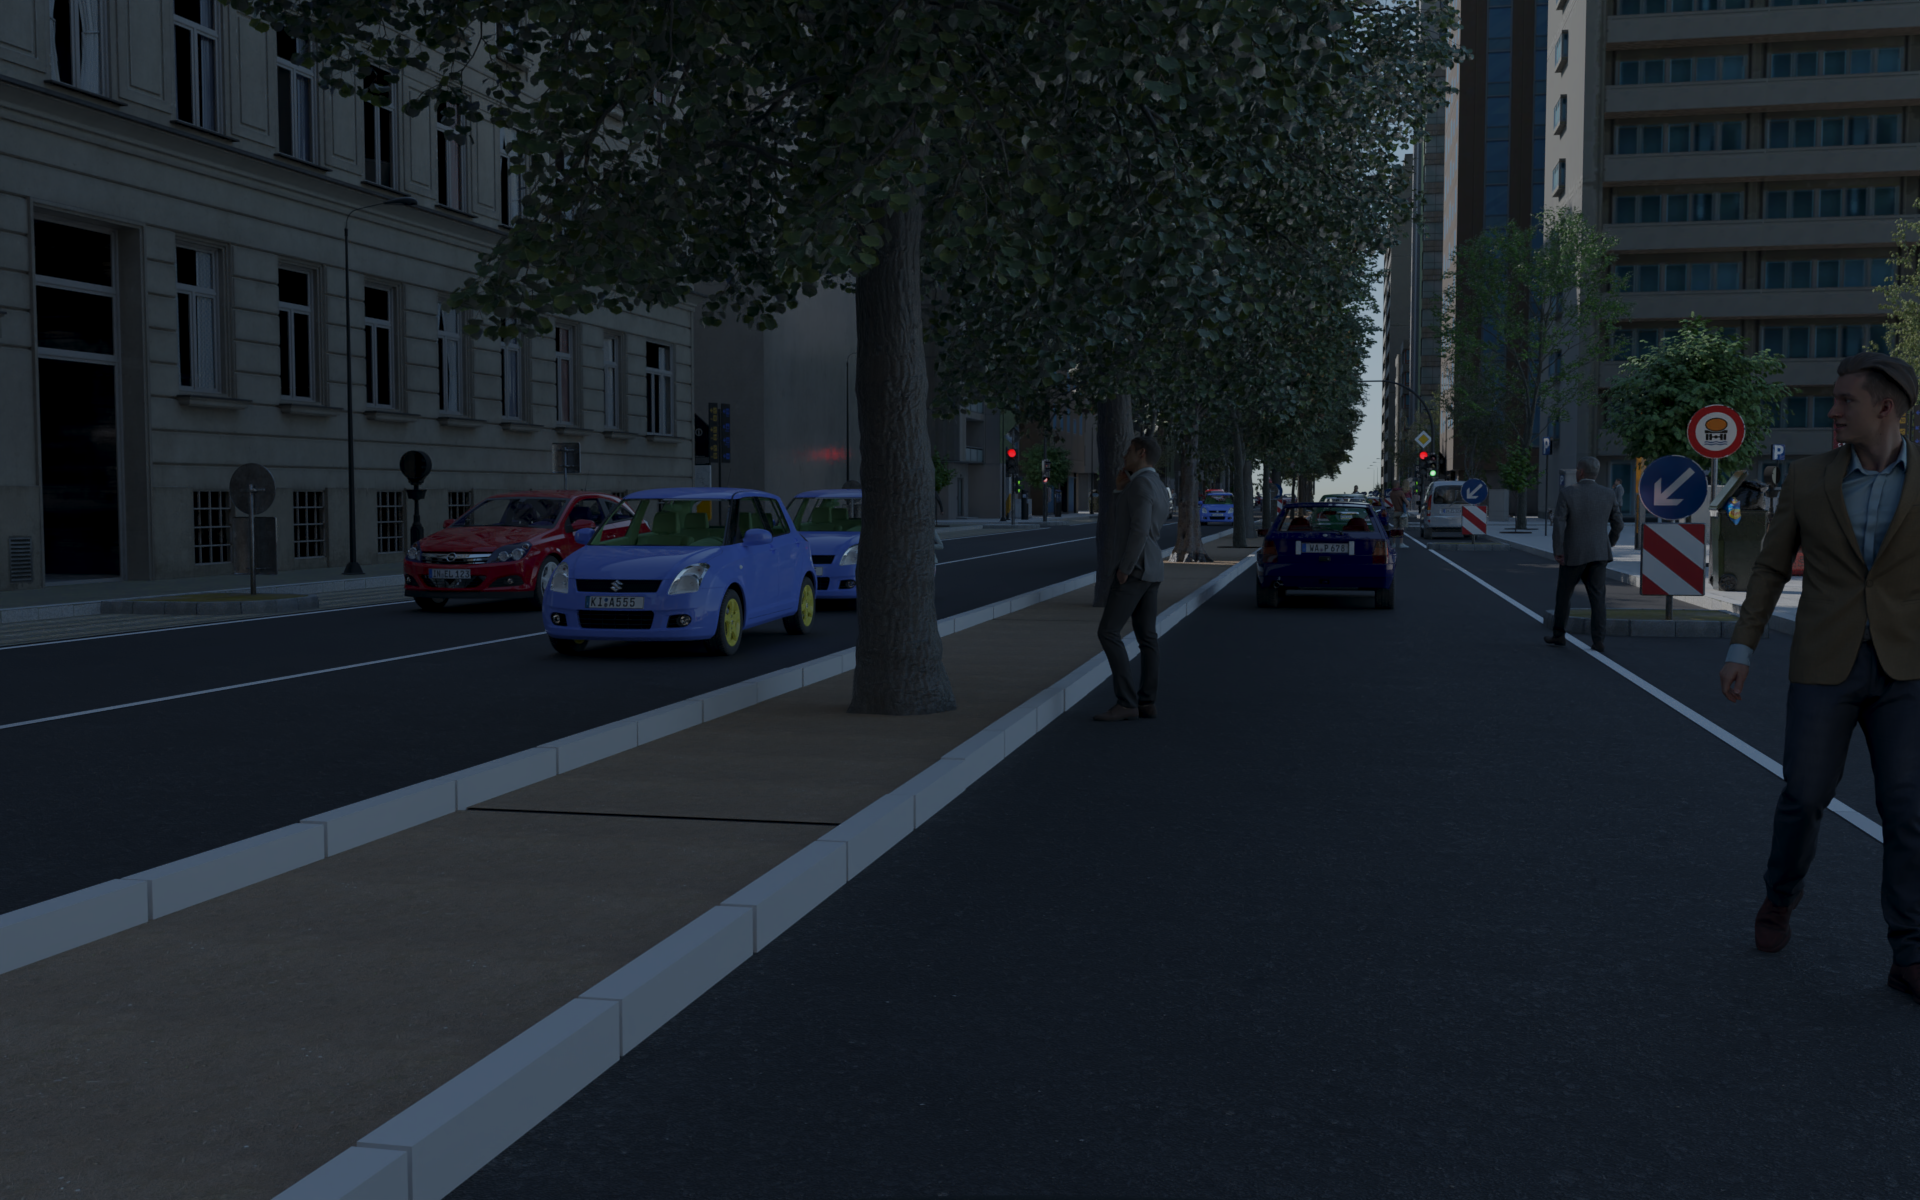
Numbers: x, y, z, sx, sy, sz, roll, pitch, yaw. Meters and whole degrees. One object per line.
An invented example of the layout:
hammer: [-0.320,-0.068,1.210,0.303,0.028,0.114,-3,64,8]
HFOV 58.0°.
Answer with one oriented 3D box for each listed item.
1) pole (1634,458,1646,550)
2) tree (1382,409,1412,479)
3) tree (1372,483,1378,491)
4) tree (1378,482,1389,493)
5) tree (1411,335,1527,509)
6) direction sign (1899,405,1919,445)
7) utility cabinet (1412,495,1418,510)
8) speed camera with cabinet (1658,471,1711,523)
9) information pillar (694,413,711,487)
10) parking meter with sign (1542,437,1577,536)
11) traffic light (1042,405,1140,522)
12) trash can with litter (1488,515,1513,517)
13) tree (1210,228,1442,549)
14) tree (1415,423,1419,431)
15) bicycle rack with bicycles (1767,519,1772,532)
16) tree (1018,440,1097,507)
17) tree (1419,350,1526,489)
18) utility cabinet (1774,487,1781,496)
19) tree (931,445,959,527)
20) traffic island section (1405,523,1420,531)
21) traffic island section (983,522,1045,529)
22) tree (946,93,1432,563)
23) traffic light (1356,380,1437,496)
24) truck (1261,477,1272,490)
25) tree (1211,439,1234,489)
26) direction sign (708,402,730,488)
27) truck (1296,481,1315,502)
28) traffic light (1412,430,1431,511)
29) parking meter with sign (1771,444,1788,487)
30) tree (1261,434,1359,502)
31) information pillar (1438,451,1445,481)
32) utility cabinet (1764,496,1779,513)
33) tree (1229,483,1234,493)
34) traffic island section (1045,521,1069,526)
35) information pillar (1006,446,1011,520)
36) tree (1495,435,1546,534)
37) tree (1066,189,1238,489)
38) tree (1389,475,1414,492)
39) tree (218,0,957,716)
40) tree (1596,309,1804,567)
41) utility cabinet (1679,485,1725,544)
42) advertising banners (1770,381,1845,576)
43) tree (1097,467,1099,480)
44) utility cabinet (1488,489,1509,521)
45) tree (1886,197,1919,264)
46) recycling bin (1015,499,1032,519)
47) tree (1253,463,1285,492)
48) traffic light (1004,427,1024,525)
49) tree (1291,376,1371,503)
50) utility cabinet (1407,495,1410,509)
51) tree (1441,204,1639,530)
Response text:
pole: [15.595,-2.802,39.658,0.158,3.312,0.155,0,3,0]
tree: [37.773,-11.943,145.636,4.360,8.622,3.978,0,3,0]
tree: [65.011,-16.836,269.873,1.663,3.219,1.824,0,3,0]
tree: [57.593,-14.532,232.196,1.663,3.219,1.824,0,3,0]
tree: [24.003,-7.965,80.586,4.360,8.622,3.978,0,3,0]
direction sign: [24.233,-3.194,44.227,0.379,3.537,0.876,-2,4,-32]
utility cabinet: [36.522,-7.816,138.954,0.306,1.237,1.020,0,4,4]
speed camera with cabinet: [27.448,-4.338,65.255,2.038,3.252,0.660,2,4,27]
information pillar: [-7.417,-3.580,49.884,0.504,3.616,0.183,1,4,13]
parking meter with sign: [18.748,-3.468,52.967,1.738,3.016,0.543,0,4,-4]
traffic light: [6.019,-6.423,79.686,4.771,5.953,1.251,1,4,12]
trash can with litter: [29.615,-5.158,95.388,2.233,1.210,1.678,-2,4,-28]
tree: [7.300,-7.176,45.540,9.928,11.665,9.643,0,3,0]
tree: [32.912,-10.206,117.234,4.737,8.622,4.395,0,3,0]
bicycle rack with bicycles: [17.558,-1.407,36.392,2.925,0.926,2.852,-3,4,-39]
tree: [4.911,-7.094,99.699,4.285,4.588,4.351,0,3,0]
tree: [25.829,-8.294,85.963,4.737,8.622,4.395,0,3,0]
utility cabinet: [26.791,-2.870,55.602,0.318,1.500,1.173,-3,5,-43]
tree: [-1.050,-4.505,68.256,1.663,3.219,1.824,0,3,0]
traffic island section: [18.744,-2.846,68.806,2.009,0.180,2.903,1,4,12]
traffic island section: [2.200,-3.068,72.447,2.009,0.180,2.903,1,4,12]
tree: [4.798,-7.126,35.970,9.611,12.733,9.660,0,3,0]
traffic light: [16.645,-5.770,69.010,4.771,5.953,1.251,1,4,12]
truck: [47.246,-16.717,262.234,2.839,4.237,11.283,1,4,12]
tree: [33.623,-18.061,229.705,8.767,10.594,7.601,2,4,25]
direction sign: [-5.994,-3.134,43.232,0.379,3.537,0.876,2,4,27]
truck: [54.392,-17.329,272.238,2.839,4.237,11.283,1,4,13]
traffic light: [20.427,-5.356,76.499,0.839,4.253,0.868,1,4,12]
parking meter with sign: [28.980,-3.903,60.070,0.543,3.016,1.738,-1,4,-20]
tree: [30.013,-13.908,147.979,7.486,12.596,7.792,0,3,0]
information pillar: [26.360,-6.328,94.824,0.504,3.616,0.183,-2,4,-33]
utility cabinet: [25.535,-2.646,54.417,1.020,1.237,0.306,2,4,24]
tree: [40.861,-16.139,258.469,1.663,3.219,1.824,0,3,0]
traffic island section: [3.920,-3.545,80.245,2.009,0.180,2.903,1,4,12]
information pillar: [2.361,-5.721,84.885,0.183,3.616,0.504,-1,4,-21]
tree: [18.286,-3.784,56.471,1.663,3.219,1.824,0,3,0]
tree: [3.054,-4.659,29.001,4.360,8.622,3.978,0,3,0]
tree: [40.591,-10.020,158.435,1.663,3.219,1.824,0,3,0]
tree: [-0.394,-6.226,10.916,9.857,13.997,8.962,0,3,0]
tree: [13.166,-2.890,30.964,4.285,4.588,4.351,0,3,0]
utility cabinet: [19.030,-2.177,44.271,1.173,1.500,0.318,0,4,-3]
advertising banners: [12.999,-1.880,26.925,2.074,3.025,0.090,1,4,9]
tree: [11.403,-8.567,123.784,4.285,4.588,4.351,0,3,0]
utility cabinet: [25.312,-4.444,81.336,0.318,1.500,1.173,-1,4,-17]
tree: [23.345,-5.496,40.215,4.737,8.622,4.395,0,3,0]
recycling bin: [3.314,-4.773,90.587,0.722,1.027,0.722,1,4,20]
tree: [16.779,-8.443,90.862,4.737,8.622,4.395,0,3,0]
traffic light: [2.237,-5.100,72.304,0.839,4.253,0.868,1,4,12]
tree: [24.627,-11.444,123.974,8.767,10.594,7.601,1,4,12]
utility cabinet: [36.722,-8.175,142.338,0.318,1.500,1.173,0,4,0]
tree: [20.373,-8.334,62.015,9.928,11.665,9.643,0,3,0]
